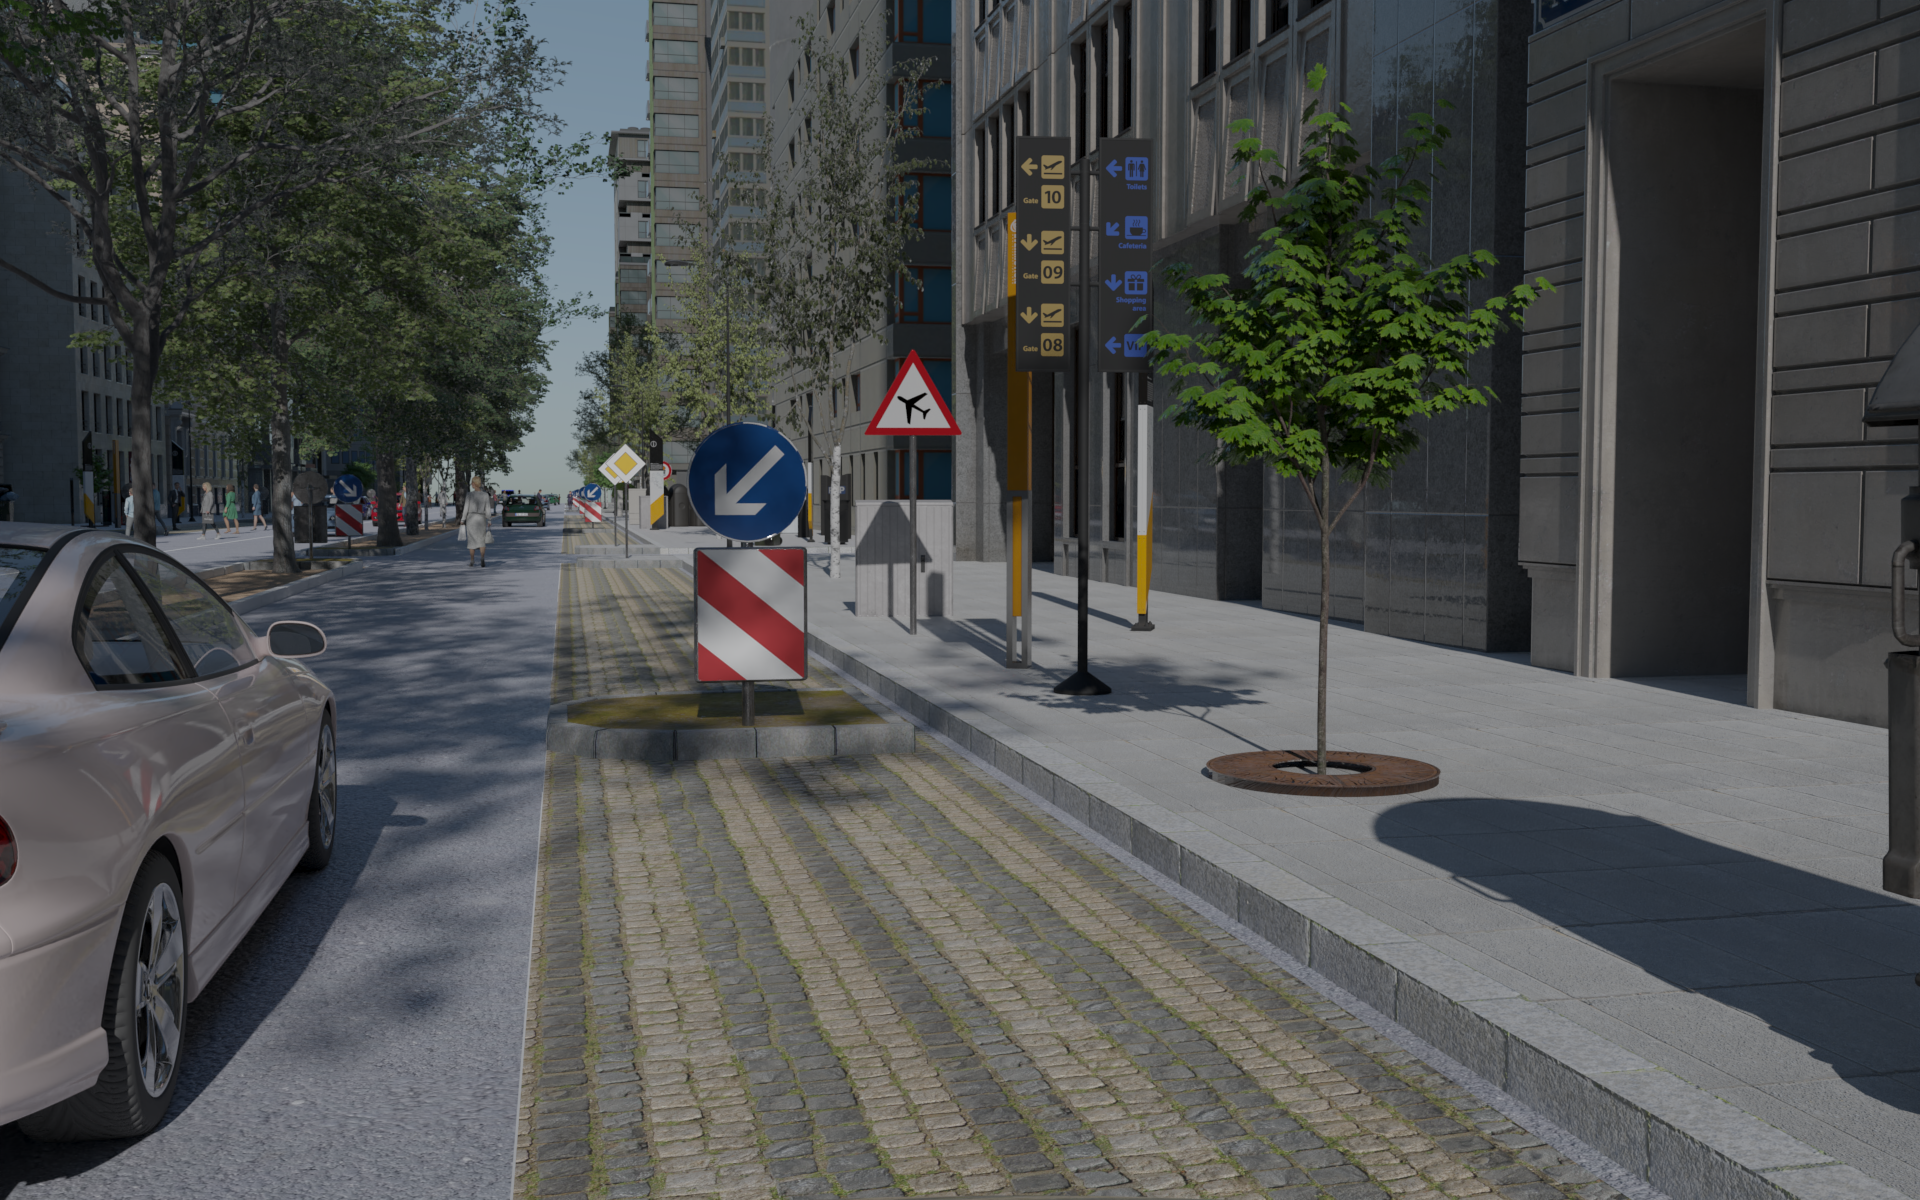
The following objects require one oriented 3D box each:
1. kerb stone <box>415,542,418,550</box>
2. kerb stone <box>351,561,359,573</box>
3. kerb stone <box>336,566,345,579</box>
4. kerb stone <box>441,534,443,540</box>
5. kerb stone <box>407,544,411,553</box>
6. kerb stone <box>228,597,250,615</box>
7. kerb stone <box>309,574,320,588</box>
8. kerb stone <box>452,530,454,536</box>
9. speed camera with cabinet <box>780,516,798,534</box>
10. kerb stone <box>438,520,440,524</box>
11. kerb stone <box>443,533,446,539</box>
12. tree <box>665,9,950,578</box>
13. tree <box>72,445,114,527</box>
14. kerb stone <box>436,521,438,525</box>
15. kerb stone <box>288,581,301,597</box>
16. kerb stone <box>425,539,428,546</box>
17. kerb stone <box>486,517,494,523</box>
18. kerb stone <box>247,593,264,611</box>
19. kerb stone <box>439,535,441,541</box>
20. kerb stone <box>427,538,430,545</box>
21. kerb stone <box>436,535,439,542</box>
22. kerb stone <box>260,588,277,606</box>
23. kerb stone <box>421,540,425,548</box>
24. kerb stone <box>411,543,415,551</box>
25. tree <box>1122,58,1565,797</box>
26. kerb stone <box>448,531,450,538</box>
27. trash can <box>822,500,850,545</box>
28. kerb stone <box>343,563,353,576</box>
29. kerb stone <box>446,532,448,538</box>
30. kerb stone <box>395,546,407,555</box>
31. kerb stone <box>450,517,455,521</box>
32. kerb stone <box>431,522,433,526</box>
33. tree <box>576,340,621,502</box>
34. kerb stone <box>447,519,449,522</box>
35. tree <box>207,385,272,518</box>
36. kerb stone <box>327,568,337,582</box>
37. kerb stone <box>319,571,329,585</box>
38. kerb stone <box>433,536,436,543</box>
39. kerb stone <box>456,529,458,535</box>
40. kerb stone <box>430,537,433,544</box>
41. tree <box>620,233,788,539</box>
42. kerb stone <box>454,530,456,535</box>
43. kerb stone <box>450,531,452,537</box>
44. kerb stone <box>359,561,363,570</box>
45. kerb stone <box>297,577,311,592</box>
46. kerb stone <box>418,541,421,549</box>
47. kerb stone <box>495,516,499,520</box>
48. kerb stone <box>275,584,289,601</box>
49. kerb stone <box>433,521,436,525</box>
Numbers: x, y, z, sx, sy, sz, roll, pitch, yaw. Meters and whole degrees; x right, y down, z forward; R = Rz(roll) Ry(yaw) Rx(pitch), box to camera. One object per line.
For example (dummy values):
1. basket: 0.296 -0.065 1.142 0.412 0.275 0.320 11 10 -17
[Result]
1. kerb stone: -13.960 -1.336 44.082 0.120 0.150 1.000 -1 4 -13
2. kerb stone: -11.099 -0.569 31.499 0.120 0.150 1.000 -1 4 -13
3. kerb stone: -10.645 -0.442 29.490 0.120 0.150 1.000 -1 4 -13
4. kerb stone: -16.012 -1.882 53.081 0.120 0.150 1.000 -1 4 -13
5. kerb stone: -13.505 -1.216 42.082 0.120 0.150 1.000 -1 4 -13
6. kerb stone: -8.591 0.103 20.505 0.120 0.150 1.000 -1 4 -13
7. kerb stone: -9.955 -0.263 26.489 0.120 0.150 1.000 -1 4 -13
8. kerb stone: -17.145 -2.192 58.068 0.120 0.150 1.000 -1 4 -13
9. speed camera with cabinet: -5.721 -3.815 56.707 0.660 3.252 2.038 -1 4 -14
10. kerb stone: -24.425 -3.571 80.574 0.120 0.150 1.000 -1 4 -13
11. kerb stone: -16.238 -1.947 54.077 0.120 0.150 1.000 -1 4 -13
12. tree: -2.063 -4.656 26.484 4.360 8.622 3.978 0 3 0
13. tree: -33.862 -4.489 67.991 1.663 3.219 1.824 0 3 0
14. kerb stone: -24.189 -3.505 79.579 0.120 0.150 1.000 -1 4 -13
15. kerb stone: -9.500 -0.136 24.496 0.120 0.150 1.000 -1 4 -13
16. kerb stone: -14.645 -1.522 47.076 0.120 0.150 1.000 -1 4 -13
17. kerb stone: -24.423 -4.150 90.041 0.120 0.150 1.000 -1 4 -13
18. kerb stone: -8.822 0.042 21.501 0.120 0.150 1.000 -1 4 -13
19. kerb stone: -15.786 -1.828 52.084 0.120 0.150 1.000 -1 4 -13
20. kerb stone: -14.874 -1.583 48.081 0.120 0.150 1.000 -1 4 -13
21. kerb stone: -15.550 -1.766 51.071 0.120 0.150 1.000 -1 4 -13
22. kerb stone: -9.049 -0.019 22.500 0.120 0.150 1.000 -1 4 -13
23. kerb stone: -14.417 -1.461 46.080 0.120 0.150 1.000 -1 4 -13
24. kerb stone: -13.726 -1.270 43.088 0.120 0.150 1.000 -1 4 -13
25. tree: 1.614 -0.812 7.875 1.663 3.219 1.824 0 3 0
26. kerb stone: -16.689 -2.068 56.075 0.120 0.150 1.000 -1 4 -13
27. trash can: -3.135 -1.972 43.900 0.748 1.137 0.748 0 3 0
28. kerb stone: -10.866 -0.508 30.497 0.120 0.150 1.000 -1 4 -13
29. kerb stone: -16.462 -2.003 55.075 0.120 0.150 1.000 -1 4 -13
30. kerb stone: -13.283 -1.155 41.079 0.120 0.150 1.000 -1 4 -13
31. kerb stone: -26.923 -4.243 91.567 0.120 0.150 1.000 -1 4 -13
32. kerb stone: -23.516 -3.327 76.584 0.120 0.150 1.000 -1 4 -13
33. tree: -14.362 -7.798 77.858 4.737 8.622 4.395 0 3 0
34. kerb stone: -25.791 -3.935 86.575 0.120 0.150 1.000 -1 4 -13
35. tree: -38.441 -8.736 93.197 4.737 8.622 4.395 0 3 0
36. kerb stone: -10.412 -0.385 28.488 0.120 0.150 1.000 -1 4 -13
37. kerb stone: -10.185 -0.322 27.488 0.120 0.150 1.000 -1 4 -13
38. kerb stone: -15.331 -1.705 50.073 0.120 0.150 1.000 -1 4 -13
39. kerb stone: -17.598 -2.316 60.061 0.120 0.150 1.000 -1 4 -13
40. kerb stone: -15.097 -1.643 49.078 0.120 0.150 1.000 -1 4 -13
41. tree: -6.820 -6.020 48.783 4.737 8.622 4.395 0 3 0
42. kerb stone: -17.367 -2.255 59.066 0.120 0.150 1.000 -1 4 -13
43. kerb stone: -16.915 -2.133 57.072 0.120 0.150 1.000 -1 4 -13
44. kerb stone: -11.329 -0.631 32.506 0.120 0.150 1.000 -1 4 -13
45. kerb stone: -9.730 -0.202 25.492 0.120 0.150 1.000 -1 4 -13
46. kerb stone: -14.188 -1.400 45.081 0.120 0.150 1.000 -1 4 -13
47. kerb stone: -25.790 -4.516 96.036 0.120 0.150 1.000 -1 4 -13
48. kerb stone: -9.276 -0.080 23.498 0.120 0.150 1.000 -1 4 -13
49. kerb stone: -23.973 -3.449 78.579 0.120 0.150 1.000 -1 4 -13
